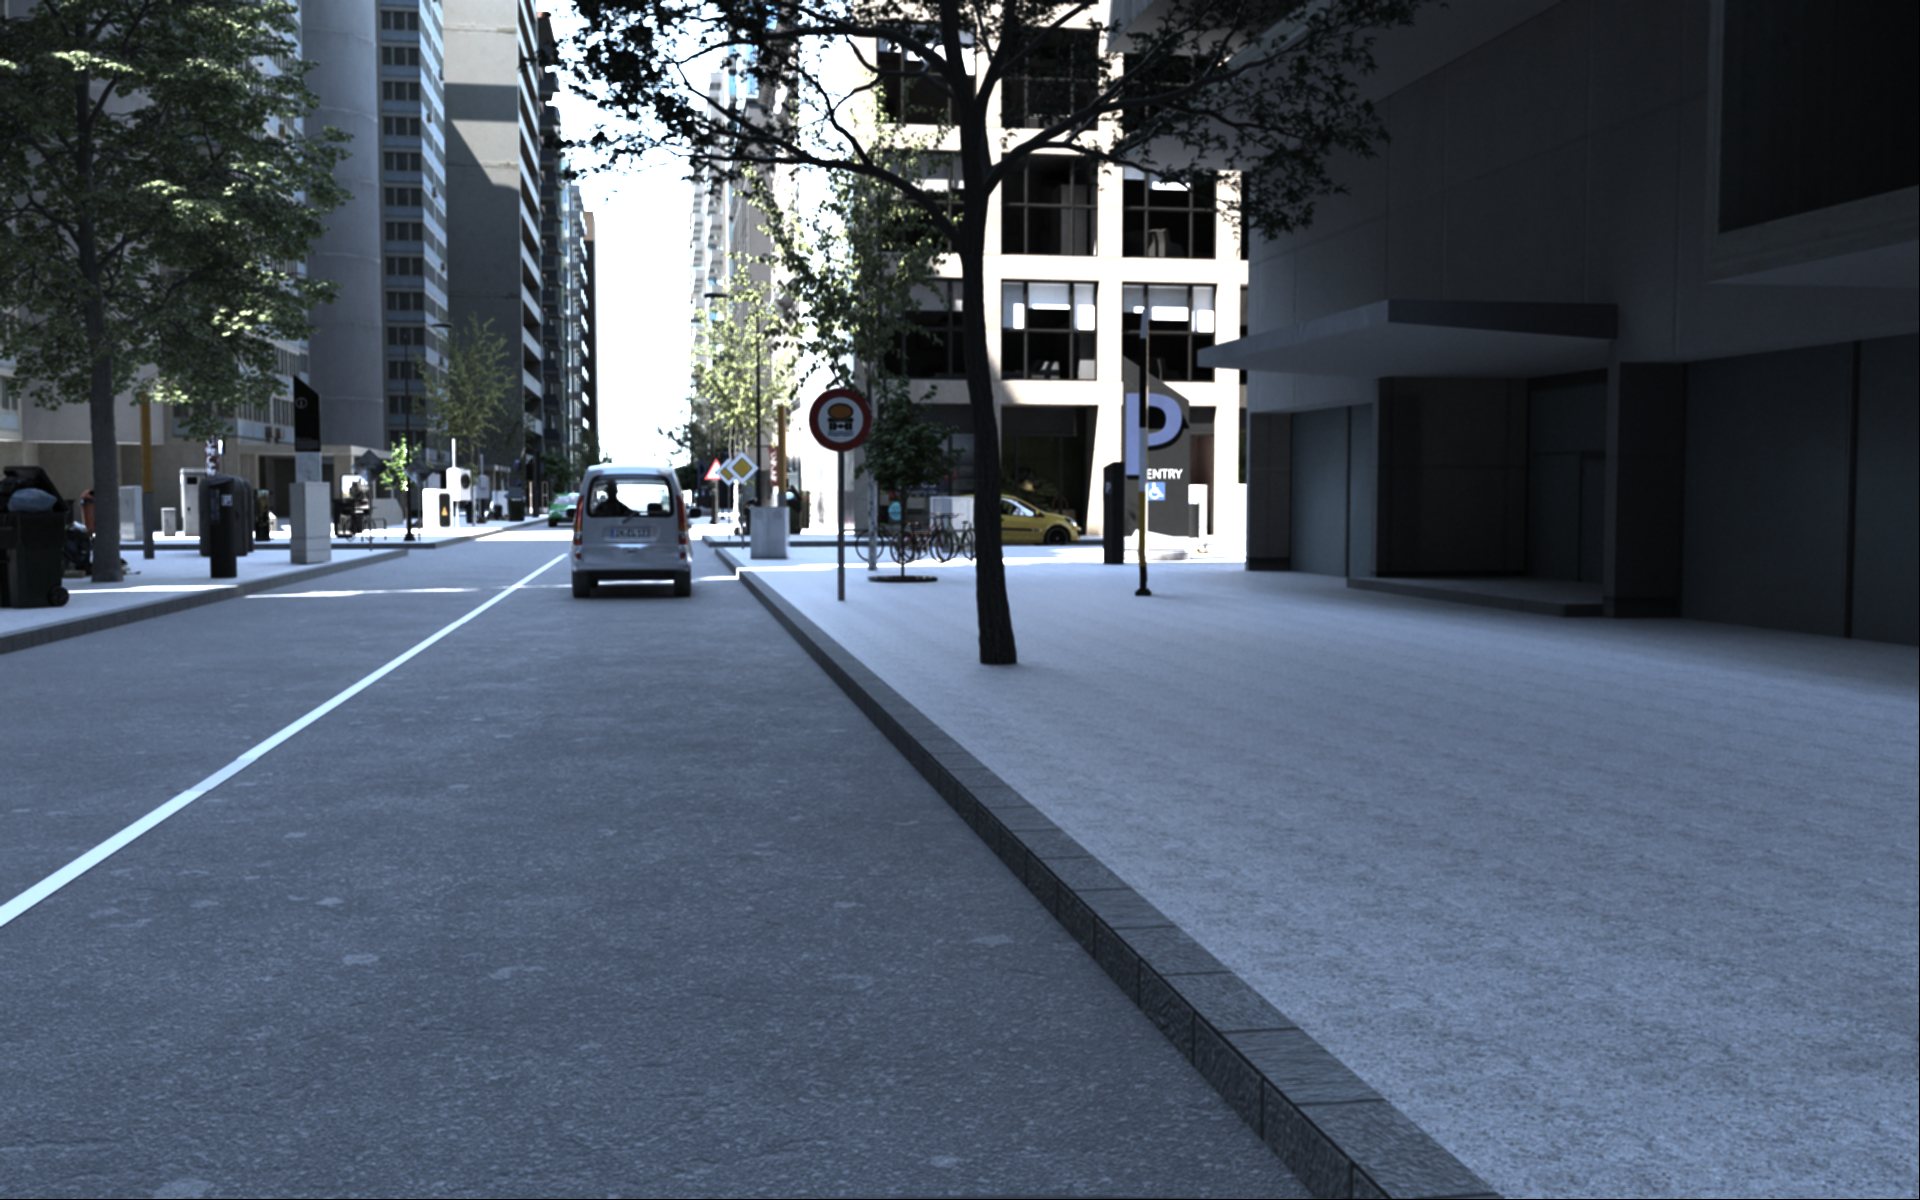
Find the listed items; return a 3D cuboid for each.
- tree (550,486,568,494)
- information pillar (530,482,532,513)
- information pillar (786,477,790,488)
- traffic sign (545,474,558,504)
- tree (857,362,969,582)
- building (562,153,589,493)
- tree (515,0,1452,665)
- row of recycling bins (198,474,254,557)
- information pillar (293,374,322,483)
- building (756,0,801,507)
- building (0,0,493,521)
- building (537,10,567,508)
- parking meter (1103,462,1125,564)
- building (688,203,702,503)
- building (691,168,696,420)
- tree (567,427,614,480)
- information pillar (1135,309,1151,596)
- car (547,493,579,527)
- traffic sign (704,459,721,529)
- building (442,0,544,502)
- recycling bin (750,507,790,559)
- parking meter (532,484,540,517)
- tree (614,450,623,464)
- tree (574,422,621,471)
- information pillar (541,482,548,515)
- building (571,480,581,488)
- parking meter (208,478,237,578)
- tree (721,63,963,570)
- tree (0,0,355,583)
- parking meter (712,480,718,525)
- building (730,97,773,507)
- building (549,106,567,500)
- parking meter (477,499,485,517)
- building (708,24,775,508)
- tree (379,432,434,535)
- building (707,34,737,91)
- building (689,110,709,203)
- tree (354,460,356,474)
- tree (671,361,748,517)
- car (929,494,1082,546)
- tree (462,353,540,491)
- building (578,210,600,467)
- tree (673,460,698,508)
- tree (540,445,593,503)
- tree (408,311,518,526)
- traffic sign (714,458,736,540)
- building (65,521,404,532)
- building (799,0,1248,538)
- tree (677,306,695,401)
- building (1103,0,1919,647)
[{"bbox_3d":[-31.513,-8.621,135.554,1.663,3.219,1.824,0,3,0],"label":"tree"},{"bbox_3d":[-25.288,-5.998,102.566,0.304,2.012,0.304,-2,4,-25],"label":"information pillar"},{"bbox_3d":[-7.640,-4.344,75.524,0.304,2.012,0.304,3,4,37],"label":"information pillar"},{"bbox_3d":[-26.148,-6.775,110.870,0.768,2.556,0.104,0,4,-1],"label":"traffic sign"},{"bbox_3d":[-0.844,-1.883,25.395,1.663,3.219,1.824,0,3,0],"label":"tree"},{"bbox_3d":[-63.457,-37.982,240.620,23.786,49.044,30.456,-1,4,-10],"label":"building"},{"bbox_3d":[-0.049,-4.800,12.897,7.601,10.594,8.767,0,4,6],"label":"tree"},{"bbox_3d":[-15.686,-1.827,36.991,1.069,1.692,3.534,-1,4,-19],"label":"row of recycling bins"},{"bbox_3d":[-12.776,-2.603,33.918,0.504,3.616,0.183,-1,4,-11],"label":"information pillar"},{"bbox_3d":[-2.776,-18.405,88.307,14.401,28.519,23.554,-1,4,-10],"label":"building"},{"bbox_3d":[-44.217,-25.183,103.617,32.217,40.220,23.993,-1,4,-10],"label":"building"},{"bbox_3d":[-46.936,-30.544,154.014,22.147,44.769,28.867,-1,4,-10],"label":"building"},{"bbox_3d":[2.815,-1.592,31.739,0.255,1.863,0.399,-2,4,-27],"label":"parking meter"},{"bbox_3d":[-31.354,-34.396,245.966,14.154,41.232,14.086,-1,4,-10],"label":"building"},{"bbox_3d":[-23.371,-36.999,224.548,23.786,49.044,30.456,-1,4,-10],"label":"building"},{"bbox_3d":[-41.057,-14.683,190.430,4.360,8.622,3.978,0,3,0],"label":"tree"},{"bbox_3d":[2.314,-1.863,21.821,0.183,3.616,0.504,1,4,9],"label":"information pillar"},{"bbox_3d":[-17.255,-4.151,76.661,1.959,1.807,4.718,-1,4,-10],"label":"car"},{"bbox_3d":[-8.927,-3.883,63.491,0.884,2.594,0.081,-1,4,-9],"label":"traffic sign"},{"bbox_3d":[-42.778,-30.867,128.380,21.300,48.544,21.600,-1,4,-10],"label":"building"},{"bbox_3d":[-3.783,-1.343,34.508,0.722,1.027,0.722,0,4,0],"label":"recycling bin"},{"bbox_3d":[-24.085,-5.668,98.382,0.399,1.863,0.255,-1,4,-19],"label":"parking meter"},{"bbox_3d":[-55.638,-19.947,276.494,4.360,8.622,3.978,0,3,0],"label":"tree"},{"bbox_3d":[-37.782,-13.979,178.919,4.737,8.622,4.395,0,3,0],"label":"tree"},{"bbox_3d":[-25.148,-6.137,104.836,0.304,2.012,0.304,-2,4,-27],"label":"information pillar"},{"bbox_3d":[-62.513,-31.886,213.209,32.217,40.220,23.993,-1,4,-10],"label":"building"},{"bbox_3d":[-11.321,-1.112,26.588,0.372,1.533,0.369,0,3,0],"label":"parking meter"},{"bbox_3d":[-1.685,-4.799,28.828,4.737,8.622,4.395,0,3,0],"label":"tree"},{"bbox_3d":[-12.901,-6.545,25.139,7.486,12.596,7.792,0,3,0],"label":"tree"},{"bbox_3d":[-10.112,-4.023,71.492,0.255,1.863,0.399,0,4,-6],"label":"parking meter"},{"bbox_3d":[-7.171,-19.481,112.027,14.314,27.812,24.014,-1,4,-10],"label":"building"},{"bbox_3d":[-47.800,-30.127,176.164,14.154,41.232,14.086,-1,4,-10],"label":"building"},{"bbox_3d":[-25.095,-5.036,90.745,0.372,1.533,0.369,0,3,0],"label":"parking meter"},{"bbox_3d":[-10.506,-51.218,150.086,22.319,86.520,31.000,-1,4,-10],"label":"building"},{"bbox_3d":[-17.492,-3.649,54.267,1.663,3.219,1.824,0,3,0],"label":"tree"},{"bbox_3d":[-15.202,-34.389,181.862,23.786,49.044,30.456,-1,4,-10],"label":"building"},{"bbox_3d":[-30.907,-44.339,266.940,21.231,58.520,28.212,-1,4,-10],"label":"building"},{"bbox_3d":[-30.010,-5.609,86.315,1.663,3.219,1.824,0,3,0],"label":"tree"},{"bbox_3d":[-13.599,-8.854,95.126,4.360,8.622,3.978,0,3,0],"label":"tree"},{"bbox_3d":[1.204,-2.157,45.491,3.980,1.641,2.015,-1,4,-11],"label":"car"},{"bbox_3d":[-23.696,-8.525,89.744,4.360,8.622,3.978,0,3,0],"label":"tree"},{"bbox_3d":[-62.382,-37.556,264.146,14.600,45.320,14.200,-1,4,-10],"label":"building"},{"bbox_3d":[-27.630,-11.573,172.933,4.285,4.588,4.351,0,3,0],"label":"tree"},{"bbox_3d":[-27.425,-8.103,116.198,4.285,4.588,4.351,0,3,0],"label":"tree"},{"bbox_3d":[-19.579,-7.238,68.710,4.737,8.622,4.395,0,3,0],"label":"tree"},{"bbox_3d":[-6.420,-2.719,48.105,0.795,2.450,0.064,-1,4,-10],"label":"traffic sign"},{"bbox_3d":[-38.390,-22.697,62.976,32.217,40.220,23.993,-1,4,-10],"label":"building"},{"bbox_3d":[11.995,-15.784,62.592,34.151,26.468,19.350,-1,4,-10],"label":"building"},{"bbox_3d":[-7.445,-6.660,59.246,4.737,8.622,4.395,0,3,0],"label":"tree"},{"bbox_3d":[17.796,-26.185,17.365,28.713,52.752,27.495,-1,4,-10],"label":"building"}]
